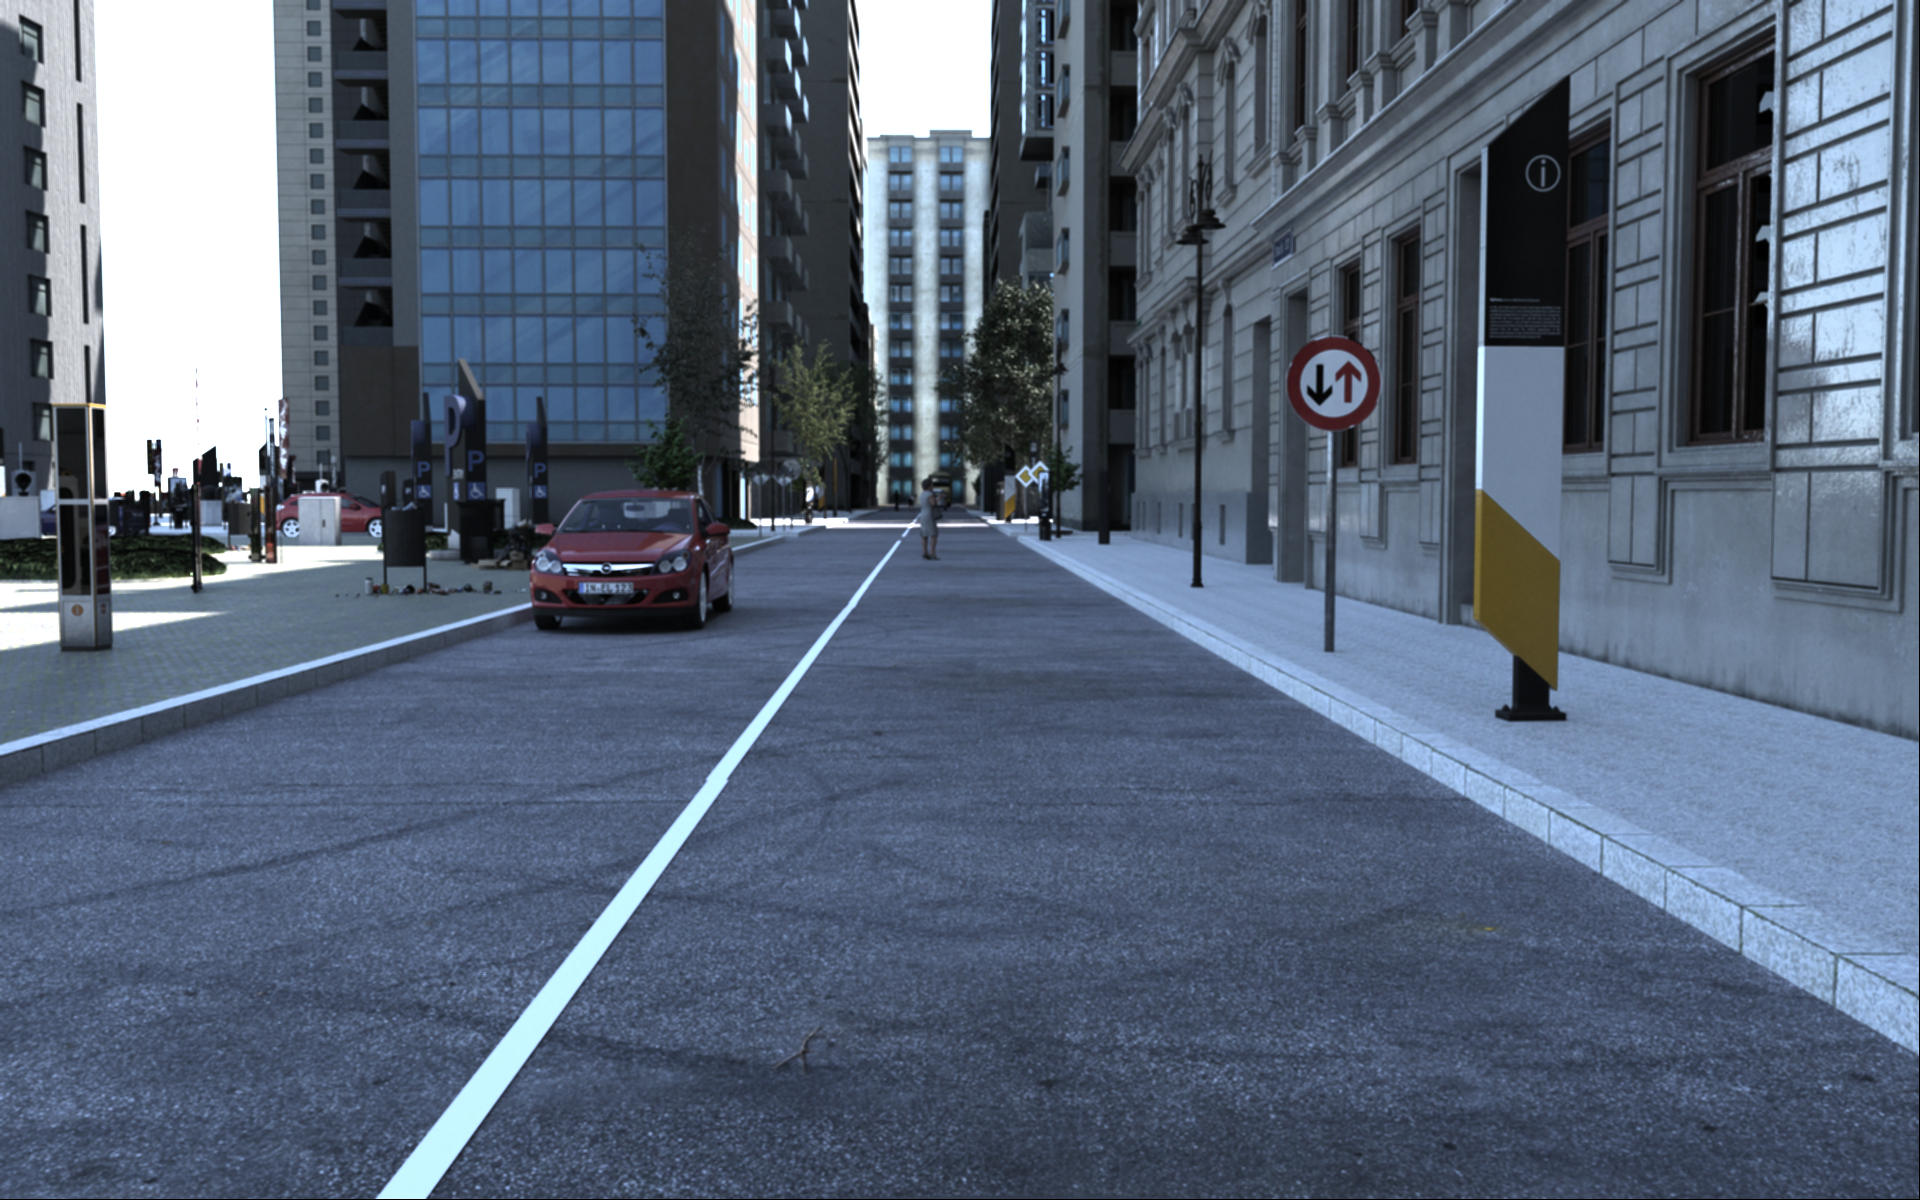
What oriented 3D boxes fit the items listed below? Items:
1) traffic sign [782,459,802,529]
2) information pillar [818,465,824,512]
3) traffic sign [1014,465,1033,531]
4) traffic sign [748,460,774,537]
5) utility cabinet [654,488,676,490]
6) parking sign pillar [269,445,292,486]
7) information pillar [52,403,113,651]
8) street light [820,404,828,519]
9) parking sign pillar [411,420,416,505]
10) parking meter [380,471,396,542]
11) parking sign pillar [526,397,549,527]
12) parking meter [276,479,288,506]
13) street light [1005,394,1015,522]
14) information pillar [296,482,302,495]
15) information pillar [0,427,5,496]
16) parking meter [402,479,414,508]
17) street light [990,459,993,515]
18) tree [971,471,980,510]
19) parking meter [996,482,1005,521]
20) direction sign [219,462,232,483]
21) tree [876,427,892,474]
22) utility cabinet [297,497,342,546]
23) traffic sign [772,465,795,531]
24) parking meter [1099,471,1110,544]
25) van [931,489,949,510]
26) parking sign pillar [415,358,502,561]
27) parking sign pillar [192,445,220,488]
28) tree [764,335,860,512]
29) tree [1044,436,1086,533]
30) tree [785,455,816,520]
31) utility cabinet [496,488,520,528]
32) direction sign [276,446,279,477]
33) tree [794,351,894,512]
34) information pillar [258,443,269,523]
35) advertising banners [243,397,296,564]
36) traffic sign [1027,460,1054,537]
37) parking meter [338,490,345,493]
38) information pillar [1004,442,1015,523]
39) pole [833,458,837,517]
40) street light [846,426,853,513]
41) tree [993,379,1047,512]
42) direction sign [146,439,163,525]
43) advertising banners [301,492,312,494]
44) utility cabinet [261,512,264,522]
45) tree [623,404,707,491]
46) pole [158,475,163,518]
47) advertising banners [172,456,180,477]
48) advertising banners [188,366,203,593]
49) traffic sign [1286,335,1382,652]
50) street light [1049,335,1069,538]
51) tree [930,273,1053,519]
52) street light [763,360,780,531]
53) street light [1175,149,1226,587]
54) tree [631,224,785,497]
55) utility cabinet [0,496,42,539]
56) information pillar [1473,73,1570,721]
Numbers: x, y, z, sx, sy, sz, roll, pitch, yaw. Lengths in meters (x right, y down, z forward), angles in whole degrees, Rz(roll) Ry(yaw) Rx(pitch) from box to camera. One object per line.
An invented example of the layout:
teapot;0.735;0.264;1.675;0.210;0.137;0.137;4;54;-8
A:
traffic sign;-6.194;-3.885;63.621;0.768;2.556;0.104;0;4;3
information pillar;-9.669;-7.925;120.931;0.504;3.616;0.183;-1;4;-15
traffic sign;2.263;-3.411;59.409;0.795;2.450;0.064;0;4;-1
traffic sign;-5.917;-2.917;51.328;0.795;2.450;0.064;0;4;-1
utility cabinet;-10.235;-3.155;60.266;1.173;1.500;0.318;3;5;40
parking sign pillar;-34.568;-6.098;88.172;1.447;3.967;1.447;1;4;14
information pillar;-7.194;-0.594;14.210;0.304;2.012;0.304;0;4;-2
street light;-6.863;-7.047;88.004;0.468;5.910;1.993;0;4;-1
parking sign pillar;-14.082;-3.481;45.388;1.447;3.967;1.447;-1;4;-19
parking meter;-14.341;-2.309;43.459;0.255;1.863;0.399;-3;5;-44
parking sign pillar;-11.556;-3.603;47.388;1.447;3.967;1.447;-1;4;-19
parking meter;-26.244;-3.753;67.071;0.399;1.863;0.255;0;4;1
street light;2.337;-6.575;80.291;0.468;5.910;1.993;0;4;-1
information pillar;-39.521;-6.050;103.403;0.304;2.012;0.304;1;4;8
information pillar;-28.616;-3.670;51.362;0.183;3.616;0.504;3;5;44
parking meter;-20.286;-3.547;63.708;0.399;1.863;0.255;-1;4;-10
street light;1.975;-8.211;107.031;0.468;5.910;1.993;0;4;-1
tree;1.605;-9.073;142.936;1.663;3.219;1.824;0;3;0
parking meter;1.921;-4.699;82.540;0.255;1.863;0.399;3;5;41
direction sign;-52.083;-8.004;122.855;0.876;3.537;0.379;0;4;-4
tree;-9.396;-14.582;188.781;4.360;8.622;3.978;0;3;0
utility cabinet;-15.972;-1.959;43.196;1.020;1.237;0.306;1;4;11
traffic sign;-6.031;-3.405;59.312;0.795;2.450;0.064;0;4;-1
parking meter;3.696;-2.362;44.336;0.255;1.863;0.399;1;4;11
van;-1.980;-8.935;153.093;2.013;2.044;4.112;0;4;0
parking sign pillar;-9.680;-2.780;33.930;1.447;3.967;1.447;-2;4;-32
parking sign pillar;-41.040;-6.470;94.263;1.447;3.967;1.447;0;4;-5
tree;-6.944;-7.981;80.846;4.737;8.622;4.395;0;3;0
tree;3.307;-3.877;57.985;1.663;3.219;1.824;0;3;0
tree;-7.840;-5.537;85.135;1.663;3.219;1.824;0;3;0
utility cabinet;-16.514;-3.343;63.332;0.318;1.500;1.173;-3;5;-45
direction sign;-31.978;-5.475;81.509;0.379;3.537;0.876;0;4;7
tree;-8.361;-12.260;126.200;9.928;11.665;9.643;0;3;0
information pillar;-30.598;-5.187;76.157;0.504;3.616;0.183;1;4;13
advertising banners;-12.829;-2.199;32.147;0.090;3.025;2.074;-3;5;-42
traffic sign;2.376;-2.922;51.425;0.795;2.450;0.064;0;4;-1
parking meter;-35.299;-5.535;98.905;0.372;1.533;0.369;0;3;0
information pillar;2.234;-5.291;77.865;0.504;3.616;0.183;0;4;-7
pole;-7.046;-6.348;97.640;0.158;3.312;0.155;0;3;0
street light;-7.302;-8.725;115.446;0.468;5.910;1.993;0;4;-1
tree;3.010;-9.087;98.929;4.360;8.622;3.978;0;3;0
direction sign;-32.936;-4.824;70.872;0.876;3.537;0.379;2;4;24
advertising banners;-40.318;-6.706;105.823;2.074;3.025;0.090;2;4;25
utility cabinet;-32.042;-4.191;79.689;0.306;1.237;1.020;2;4;30
tree;-6.237;-2.618;37.402;1.663;3.219;1.824;0;3;0
pole;-42.988;-6.068;93.047;0.158;3.312;0.155;0;3;0
advertising banners;-35.247;-5.007;78.055;0.090;3.025;2.074;-2;4;-27
advertising banners;-10.255;-1.656;23.256;0.090;3.025;2.074;-1;4;-20
traffic sign;3.007;-0.851;14.022;0.768;2.556;0.104;0;4;2
street light;2.874;-4.750;50.458;0.468;5.910;1.993;0;4;-1
tree;3.249;-10.575;89.912;9.611;12.733;9.660;0;3;0
street light;-6.481;-5.324;59.842;0.468;5.910;1.993;0;4;-1
street light;3.271;-3.115;23.718;0.468;5.910;1.993;0;4;-1
tree;-6.987;-5.914;47.062;4.360;8.622;3.978;0;3;0
utility cabinet;-24.604;-2.086;45.271;1.020;1.237;0.306;-1;4;-23
information pillar;3.171;-1.126;9.757;0.504;3.616;0.183;0;4;-6
